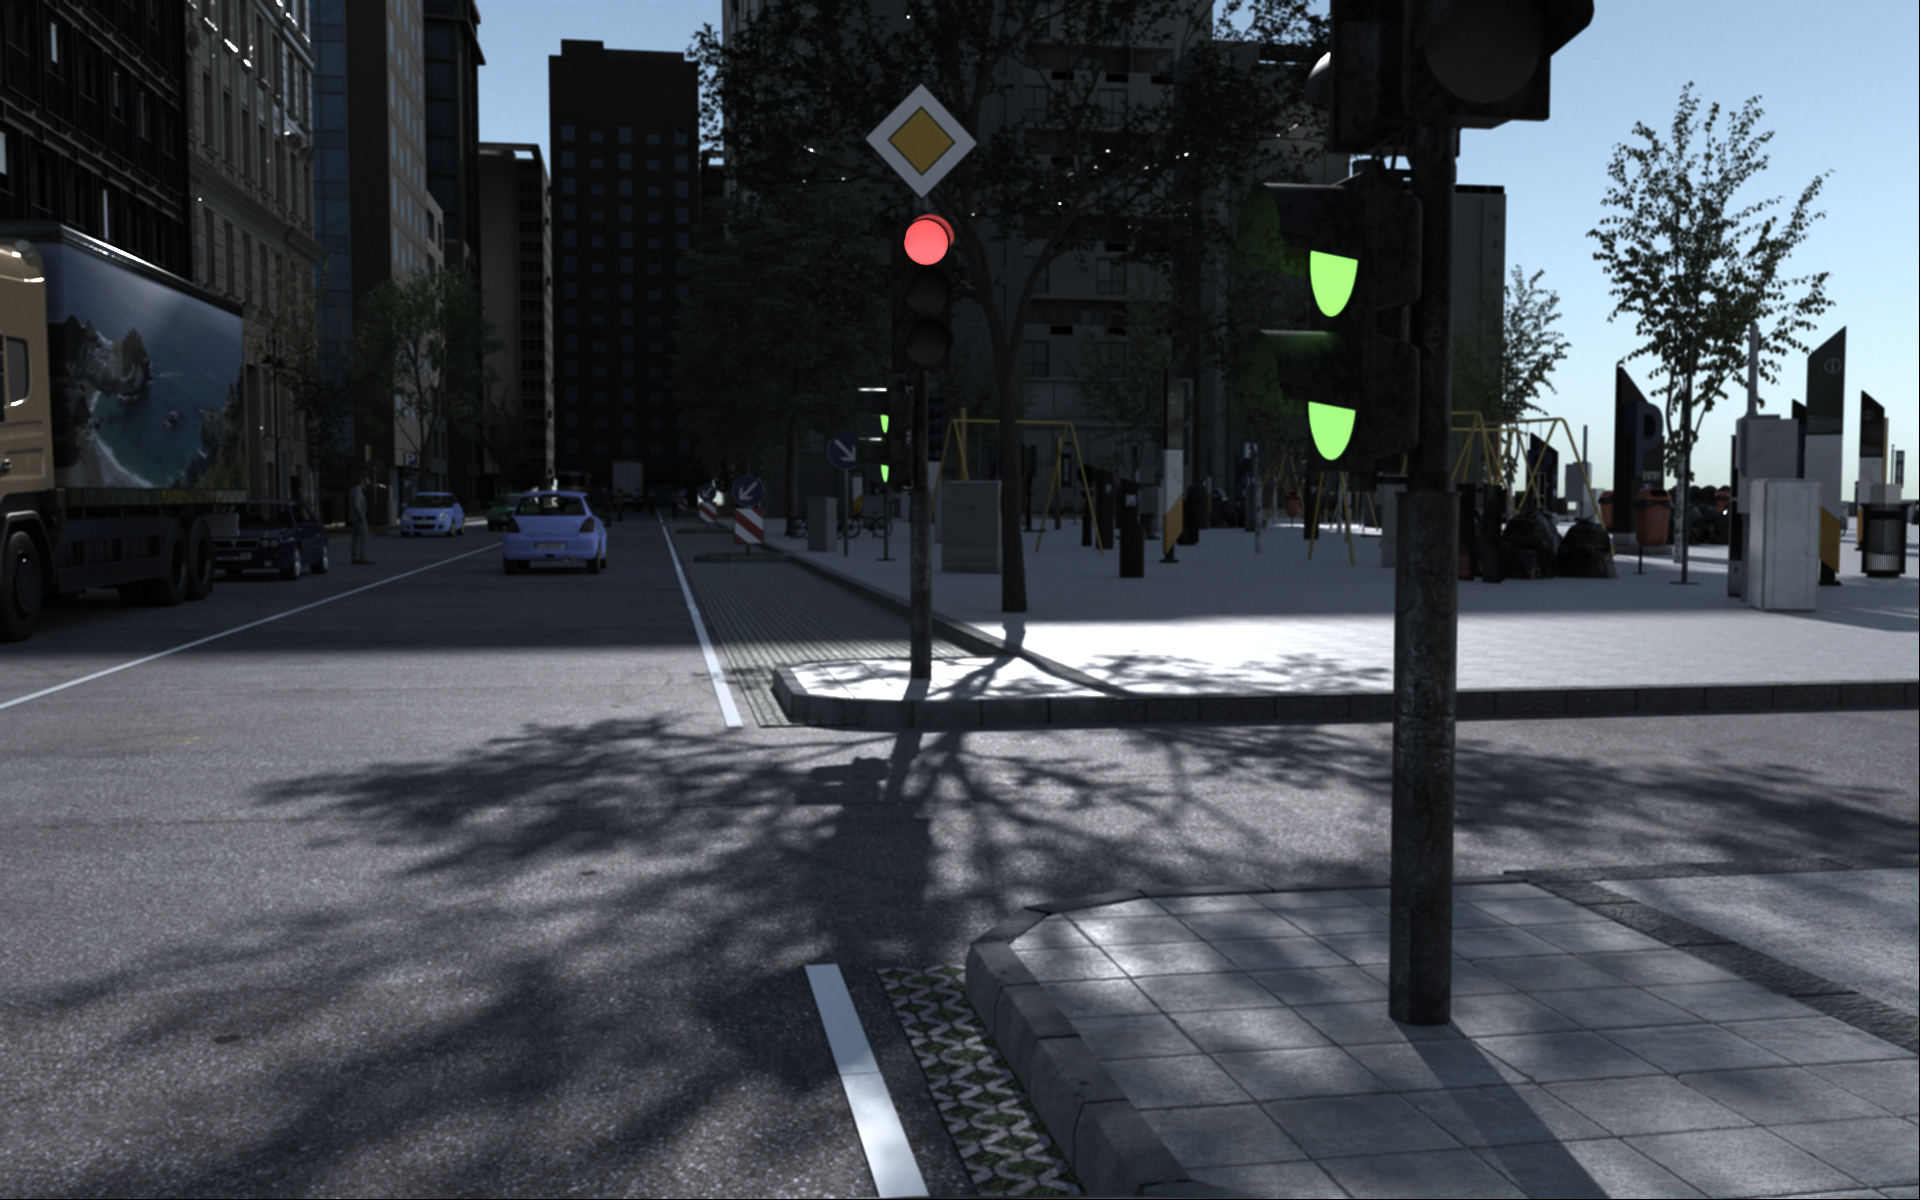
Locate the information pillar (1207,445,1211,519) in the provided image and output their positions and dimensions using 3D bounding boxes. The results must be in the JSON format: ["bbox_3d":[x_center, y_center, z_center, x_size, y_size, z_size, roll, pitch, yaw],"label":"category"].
[{"bbox_3d":[11.958,-5.618,83.205,0.183,3.616,0.504,0,4,-6],"label":"information pillar"}]

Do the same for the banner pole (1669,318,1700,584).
[{"bbox_3d":[10.300,-2.109,24.501,0.401,3.779,0.863,1,4,21],"label":"banner pole"}]

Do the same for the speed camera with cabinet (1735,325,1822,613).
[{"bbox_3d":[9.269,-1.547,19.623,0.660,3.252,2.038,1,4,16],"label":"speed camera with cabinet"}]

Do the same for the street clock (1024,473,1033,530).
[{"bbox_3d":[2.362,-3.371,59.682,0.358,2.002,0.471,0,4,7],"label":"street clock"}]

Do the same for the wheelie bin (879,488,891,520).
[{"bbox_3d":[-3.674,-4.624,83.518,0.693,1.594,0.980,0,4,4],"label":"wheelie bin"}]

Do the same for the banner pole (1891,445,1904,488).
[{"bbox_3d":[47.388,-5.973,87.674,0.863,3.779,0.401,0,4,-6],"label":"banner pole"}]

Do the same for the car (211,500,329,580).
[{"bbox_3d":[-12.057,-1.054,29.817,1.945,1.354,3.894,-1,4,-10],"label":"car"}]

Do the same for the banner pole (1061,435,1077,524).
[{"bbox_3d":[4.664,-5.108,73.533,0.863,3.779,0.401,1,4,20],"label":"banner pole"}]

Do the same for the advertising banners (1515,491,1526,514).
[{"bbox_3d":[24.122,-4.934,76.855,2.074,3.025,0.090,2,4,23],"label":"advertising banners"}]

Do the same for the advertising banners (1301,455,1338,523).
[{"bbox_3d":[16.042,-4.965,77.368,2.074,3.025,0.090,-2,4,-25],"label":"advertising banners"}]

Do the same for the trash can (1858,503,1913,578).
[{"bbox_3d":[14.270,-0.923,26.743,0.748,1.137,0.748,0,3,0],"label":"trash can"}]

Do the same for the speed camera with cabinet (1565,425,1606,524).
[{"bbox_3d":[18.245,-3.437,50.525,0.660,3.252,2.038,3,4,37],"label":"speed camera with cabinet"}]

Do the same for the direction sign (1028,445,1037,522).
[{"bbox_3d":[3.189,-5.387,80.069,0.876,3.537,0.379,3,5,41],"label":"direction sign"}]

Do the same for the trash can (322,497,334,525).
[{"bbox_3d":[-26.439,-3.701,72.159,0.748,1.137,0.748,0,3,0],"label":"trash can"}]

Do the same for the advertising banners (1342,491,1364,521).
[{"bbox_3d":[19.186,-5.364,83.894,2.074,3.025,0.090,-2,4,-29],"label":"advertising banners"}]

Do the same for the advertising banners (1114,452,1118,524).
[{"bbox_3d":[6.448,-4.737,73.643,0.090,3.025,2.074,-1,4,-9],"label":"advertising banners"}]

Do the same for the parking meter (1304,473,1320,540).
[{"bbox_3d":[9.948,-2.644,48.933,0.399,1.863,0.255,-1,4,-17],"label":"parking meter"}]

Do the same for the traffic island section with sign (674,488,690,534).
[{"bbox_3d":[-9.353,-3.342,63.274,1.989,1.847,2.006,-1,4,-10],"label":"traffic island section with sign"}]

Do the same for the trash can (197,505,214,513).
[{"bbox_3d":[-16.904,-1.642,38.498,0.748,1.137,0.748,0,3,0],"label":"trash can"}]

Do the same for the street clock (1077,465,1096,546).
[{"bbox_3d":[3.137,-2.335,42.748,0.471,2.002,0.358,3,4,36],"label":"street clock"}]

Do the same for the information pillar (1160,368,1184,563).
[{"bbox_3d":[3.979,-2.510,32.386,0.504,3.616,0.183,-3,5,-44],"label":"information pillar"}]

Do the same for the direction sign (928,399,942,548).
[{"bbox_3d":[-0.864,-3.009,41.197,0.876,3.537,0.379,0,4,1],"label":"direction sign"}]

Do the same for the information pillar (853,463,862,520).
[{"bbox_3d":[-5.068,-5.752,85.405,0.504,3.616,0.183,-1,4,-22],"label":"information pillar"}]

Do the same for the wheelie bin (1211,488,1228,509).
[{"bbox_3d":[13.136,-4.896,87.964,0.693,1.594,0.980,3,4,37],"label":"wheelie bin"}]

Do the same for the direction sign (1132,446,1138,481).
[{"bbox_3d":[8.193,-5.456,81.208,0.379,3.537,0.876,-1,4,-8],"label":"direction sign"}]

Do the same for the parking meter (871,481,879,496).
[{"bbox_3d":[-3.928,-4.539,79.925,0.255,1.863,0.399,2,4,29],"label":"parking meter"}]

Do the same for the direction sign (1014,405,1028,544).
[{"bbox_3d":[1.447,-3.217,44.589,0.379,3.537,0.876,0,4,7],"label":"direction sign"}]

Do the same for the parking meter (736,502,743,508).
[{"bbox_3d":[-9.913,-4.441,78.326,0.399,1.863,0.255,-3,5,-41],"label":"parking meter"}]

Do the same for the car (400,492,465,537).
[{"bbox_3d":[-17.871,-3.002,58.677,1.945,1.707,3.694,0,4,-8],"label":"car"}]

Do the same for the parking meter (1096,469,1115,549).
[{"bbox_3d":[3.371,-2.111,40.225,0.399,1.863,0.255,-3,5,-40],"label":"parking meter"}]

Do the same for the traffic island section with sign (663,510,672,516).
[{"bbox_3d":[-18.074,-6.341,112.302,1.989,1.847,2.006,-1,4,-10],"label":"traffic island section with sign"}]

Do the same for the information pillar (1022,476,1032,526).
[{"bbox_3d":[2.719,-4.048,70.669,0.304,2.012,0.304,3,4,38],"label":"information pillar"}]

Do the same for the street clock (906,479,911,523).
[{"bbox_3d":[-2.153,-4.434,77.067,0.471,2.002,0.358,1,4,18],"label":"street clock"}]

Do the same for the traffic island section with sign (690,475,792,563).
[{"bbox_3d":[-4.636,-1.719,36.733,1.989,1.847,2.006,-1,4,-10],"label":"traffic island section with sign"}]

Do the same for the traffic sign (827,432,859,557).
[{"bbox_3d":[-2.343,-2.166,35.526,0.768,2.556,0.104,0,4,-7],"label":"traffic sign"}]

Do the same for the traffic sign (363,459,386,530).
[{"bbox_3d":[-21.102,-3.813,62.449,0.768,2.556,0.104,-1,4,-10],"label":"traffic sign"}]

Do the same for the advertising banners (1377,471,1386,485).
[{"bbox_3d":[12.961,-3.327,50.582,2.074,3.025,0.090,1,4,20],"label":"advertising banners"}]

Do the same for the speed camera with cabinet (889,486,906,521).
[{"bbox_3d":[-2.612,-5.359,81.963,0.660,3.252,2.038,-2,4,-33],"label":"speed camera with cabinet"}]

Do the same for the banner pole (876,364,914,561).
[{"bbox_3d":[-1.194,-2.651,33.367,0.863,3.779,0.401,0,4,-1],"label":"banner pole"}]

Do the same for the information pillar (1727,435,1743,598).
[{"bbox_3d":[9.776,-1.040,21.496,0.304,2.012,0.304,-1,4,-14],"label":"information pillar"}]

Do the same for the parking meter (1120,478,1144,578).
[{"bbox_3d":[2.650,-1.117,26.674,0.372,1.533,0.369,0,3,0],"label":"parking meter"}]

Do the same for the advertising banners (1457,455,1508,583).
[{"bbox_3d":[7.527,-1.805,25.702,0.090,3.025,2.074,-1,4,-13],"label":"advertising banners"}]

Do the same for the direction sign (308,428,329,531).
[{"bbox_3d":[-22.012,-4.132,59.559,0.379,3.537,0.876,2,4,28],"label":"direction sign"}]

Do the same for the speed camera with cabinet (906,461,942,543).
[{"bbox_3d":[-0.502,-3.170,46.171,0.660,3.252,2.038,-3,4,-37],"label":"speed camera with cabinet"}]

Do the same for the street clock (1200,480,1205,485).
[{"bbox_3d":[12.609,-5.232,90.112,0.358,2.002,0.471,1,4,19],"label":"street clock"}]

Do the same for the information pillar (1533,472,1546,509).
[{"bbox_3d":[19.678,-3.325,58.862,0.304,2.012,0.304,-1,4,-12],"label":"information pillar"}]

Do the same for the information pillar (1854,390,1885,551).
[{"bbox_3d":[20.536,-2.919,39.086,0.504,3.616,0.183,1,4,11],"label":"information pillar"}]

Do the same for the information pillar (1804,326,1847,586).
[{"bbox_3d":[12.119,-2.013,24.272,0.504,3.616,0.183,2,4,33],"label":"information pillar"}]

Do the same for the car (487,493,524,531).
[{"bbox_3d":[-17.744,-3.683,69.021,1.959,1.807,4.718,-1,4,-8],"label":"car"}]

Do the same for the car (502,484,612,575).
[{"bbox_3d":[-7.484,-1.383,32.200,1.945,1.707,3.694,-1,4,-9],"label":"car"}]

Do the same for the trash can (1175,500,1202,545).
[{"bbox_3d":[5.713,-1.954,43.607,0.748,1.137,0.748,0,3,0],"label":"trash can"}]
